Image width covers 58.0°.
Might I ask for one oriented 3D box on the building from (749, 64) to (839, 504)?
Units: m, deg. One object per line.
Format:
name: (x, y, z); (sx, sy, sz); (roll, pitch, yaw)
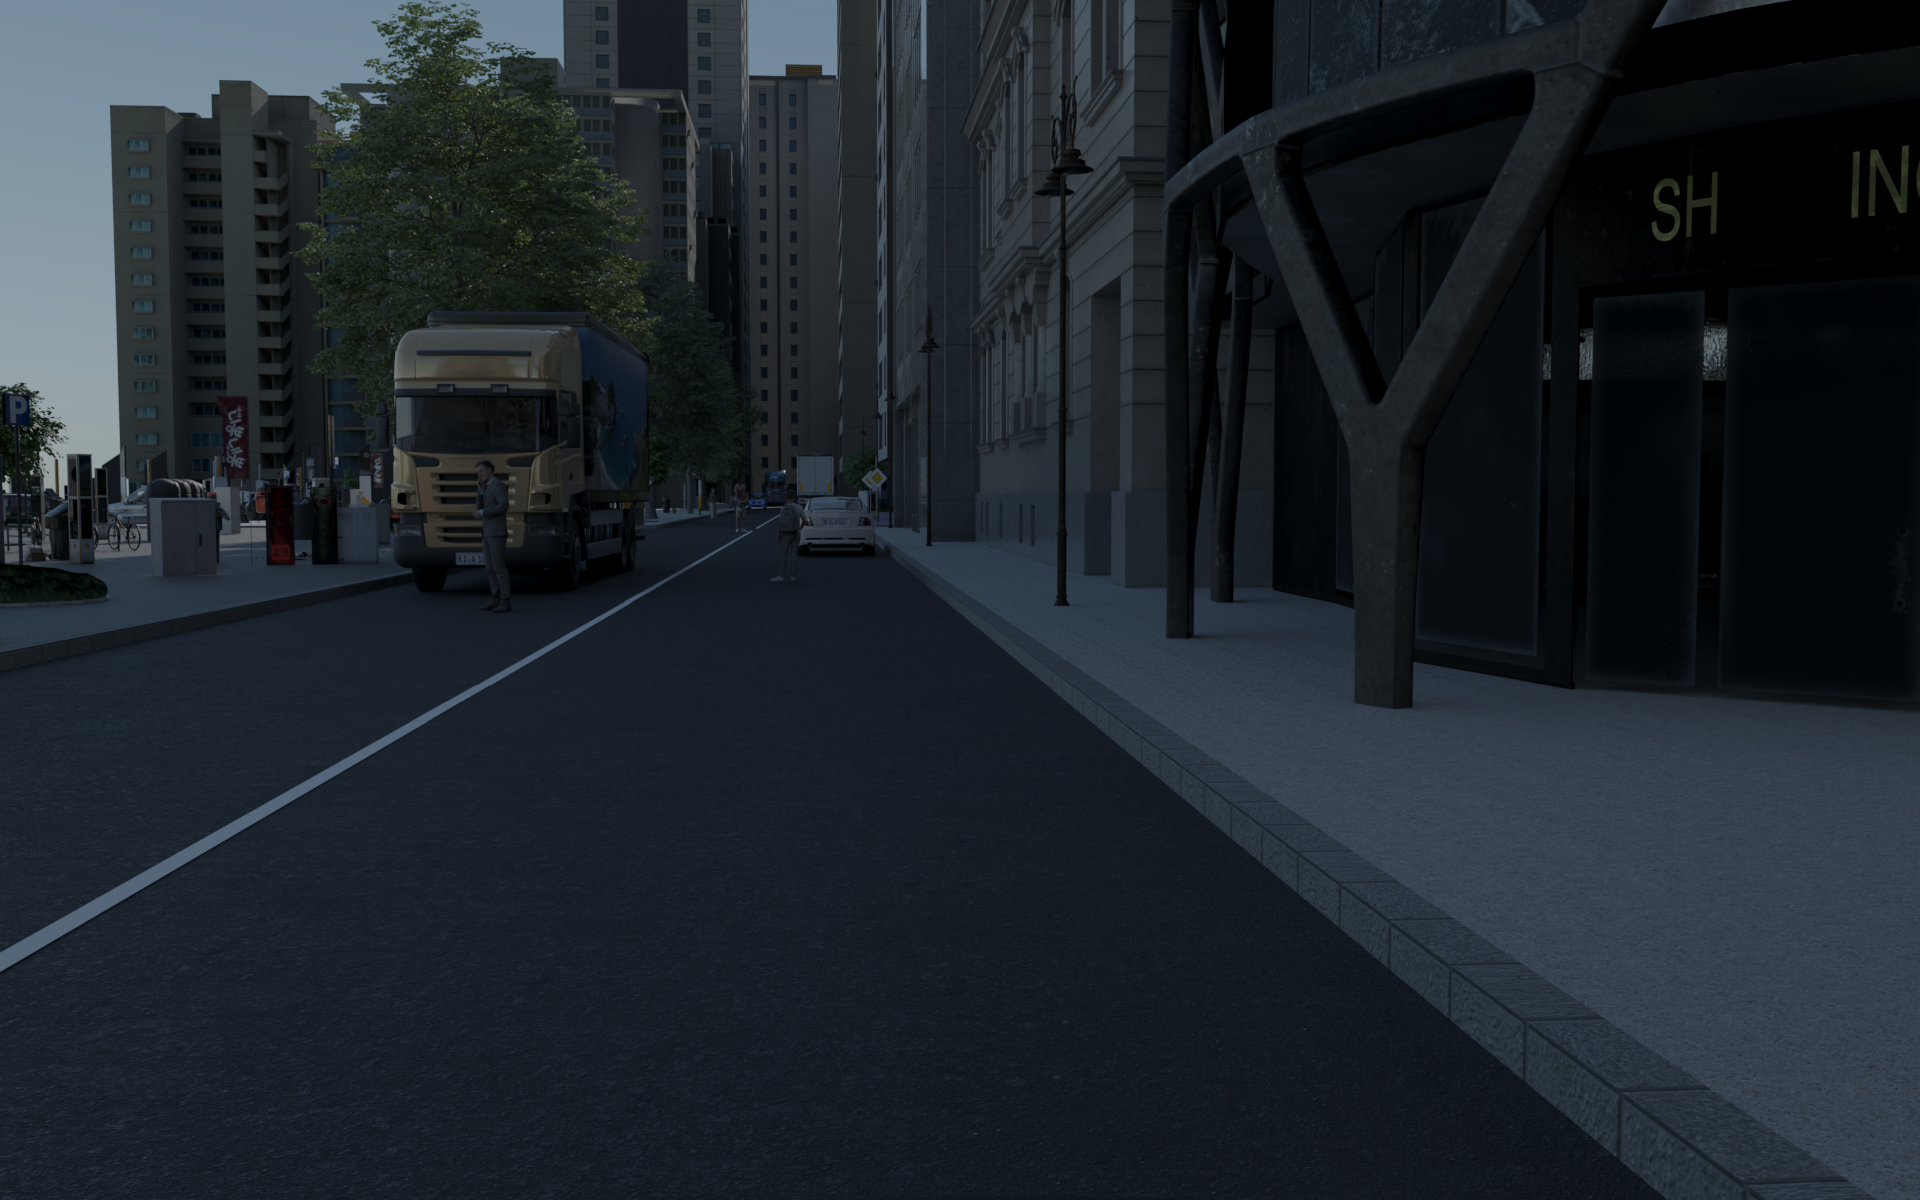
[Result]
building: (-30.988, -42.708, 240.273); (28.212, 58.520, 21.231); (0, 4, -5)

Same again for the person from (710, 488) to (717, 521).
person: (-12.995, -5.037, 91.405); (0.362, 1.759, 0.519); (1, 4, 13)

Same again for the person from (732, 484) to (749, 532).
person: (-8.306, -3.483, 65.414); (0.573, 1.828, 0.580); (2, 4, 25)

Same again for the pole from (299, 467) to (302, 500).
pole: (-50.027, -8.416, 131.438); (0.158, 3.312, 0.155); (0, 3, 0)

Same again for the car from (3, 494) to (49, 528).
car: (-36.354, -3.527, 67.461); (4.222, 1.686, 2.009); (0, 4, -6)

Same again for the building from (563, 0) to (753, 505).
building: (-36.356, -47.308, 211.736); (20.611, 71.187, 20.563); (0, 4, -5)

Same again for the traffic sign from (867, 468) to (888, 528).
traffic sign: (-3.147, -3.806, 65.869); (0.795, 2.450, 0.064); (0, 4, -5)

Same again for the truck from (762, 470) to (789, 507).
truck: (-21.559, -13.055, 203.199); (2.967, 4.110, 18.799); (0, 4, -5)

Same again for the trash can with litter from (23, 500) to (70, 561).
trash can with litter: (-17.520, -1.347, 33.408); (0.624, 1.170, 1.055); (3, 4, 38)

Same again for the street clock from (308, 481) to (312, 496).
street clock: (-36.688, -5.722, 98.120); (0.471, 2.002, 0.358); (-1, 4, -17)

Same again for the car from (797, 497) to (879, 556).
car: (-2.986, -1.791, 41.647); (2.083, 1.381, 4.827); (0, 4, -4)

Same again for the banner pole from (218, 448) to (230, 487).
banner pole: (-40.036, -6.371, 94.182); (0.401, 3.779, 0.863); (2, 4, 32)

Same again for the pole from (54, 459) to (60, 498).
pole: (-52.378, -6.522, 100.479); (0.158, 3.312, 0.155); (0, 3, 0)

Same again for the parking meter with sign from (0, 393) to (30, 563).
parking meter with sign: (-17.234, -2.089, 30.420); (1.738, 3.016, 0.543); (1, 4, 14)

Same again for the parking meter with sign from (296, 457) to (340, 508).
parking meter with sign: (-29.842, -5.171, 80.802); (1.738, 3.016, 0.543); (-3, 5, -45)

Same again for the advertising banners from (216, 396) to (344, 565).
advertising banners: (-12.244, -2.142, 31.216); (2.074, 3.025, 0.090); (-1, 4, -19)

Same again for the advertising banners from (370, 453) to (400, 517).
advertising banners: (-23.944, -4.729, 73.510); (2.074, 3.025, 0.090); (0, 4, -3)

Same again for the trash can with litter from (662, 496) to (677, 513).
trash can with litter: (-19.484, -6.423, 116.397); (1.055, 1.170, 0.624); (-1, 4, -10)

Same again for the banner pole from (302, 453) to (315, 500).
banner pole: (-39.398, -7.012, 104.666); (0.863, 3.779, 0.401); (0, 4, -6)

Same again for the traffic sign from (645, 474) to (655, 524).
traffic sign: (-13.271, -4.246, 73.064); (0.795, 2.450, 0.064); (0, 4, -5)

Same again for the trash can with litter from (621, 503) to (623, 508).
trash can with litter: (-23.342, -6.566, 118.409); (1.678, 1.210, 2.233); (2, 4, 25)

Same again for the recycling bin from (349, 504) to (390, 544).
recycling bin: (-15.065, -1.936, 44.206); (0.722, 1.027, 0.722); (2, 4, 29)

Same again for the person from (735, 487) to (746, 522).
person: (-11.182, -4.844, 87.877); (0.709, 1.800, 0.728); (2, 4, 26)

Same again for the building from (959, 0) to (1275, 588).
building: (7.521, -15.102, 34.306); (14.401, 28.519, 23.554); (0, 4, -5)

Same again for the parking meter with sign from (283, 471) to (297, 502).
parking meter with sign: (-49.794, -8.147, 129.466); (0.543, 3.016, 1.738); (1, 4, 13)

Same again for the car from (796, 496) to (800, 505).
car: (-14.246, -9.072, 160.332); (2.014, 1.417, 4.499); (0, 4, -5)

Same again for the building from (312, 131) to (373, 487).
building: (-60.881, -33.899, 208.868); (28.867, 44.769, 22.147); (0, 4, -5)

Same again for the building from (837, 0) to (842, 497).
building: (1.311, -31.250, 134.643); (21.300, 48.544, 21.600); (0, 4, -5)

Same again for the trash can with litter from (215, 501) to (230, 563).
trash can with litter: (-13.996, -1.252, 31.862); (0.624, 1.170, 1.055); (1, 4, 14)

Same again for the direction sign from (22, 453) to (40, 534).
direction sign: (-30.146, -3.905, 55.845); (0.876, 3.537, 0.379); (-1, 4, -18)

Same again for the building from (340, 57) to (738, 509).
building: (-36.967, -28.550, 158.667); (32.217, 40.220, 23.993); (0, 4, -5)

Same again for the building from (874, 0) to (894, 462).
building: (3.308, -18.843, 79.790); (14.107, 30.474, 14.160); (0, 4, -5)

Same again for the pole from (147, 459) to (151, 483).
pole: (-47.360, -6.568, 101.224); (0.158, 3.312, 0.155); (0, 3, 0)

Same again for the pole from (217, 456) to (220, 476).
pole: (-40.052, -6.099, 93.567); (0.158, 3.312, 0.155); (0, 3, 0)

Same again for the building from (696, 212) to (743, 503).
building: (-29.862, -24.897, 178.769); (14.160, 30.474, 14.107); (0, 4, -5)

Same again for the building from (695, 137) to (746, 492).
building: (-31.341, -31.132, 192.599); (14.154, 41.232, 14.086); (0, 4, -5)

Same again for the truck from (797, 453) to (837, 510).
truck: (-10.302, -8.282, 124.331); (2.839, 4.237, 11.283); (0, 4, -4)

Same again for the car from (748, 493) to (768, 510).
car: (-18.824, -9.253, 160.874); (1.945, 1.707, 3.694); (0, 4, -5)

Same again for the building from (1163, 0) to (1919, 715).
building: (9.991, -9.000, 14.595); (16.820, 18.784, 16.811); (0, 4, -5)

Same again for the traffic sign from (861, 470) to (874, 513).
traffic sign: (-3.808, -4.293, 73.827); (0.795, 2.450, 0.064); (0, 4, -5)

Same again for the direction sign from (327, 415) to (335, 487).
direction sign: (-18.156, -3.551, 50.052); (0.379, 3.537, 0.876); (-1, 4, -9)

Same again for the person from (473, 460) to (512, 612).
person: (-5.739, -0.786, 21.157); (0.447, 1.846, 0.655); (-2, 4, -35)

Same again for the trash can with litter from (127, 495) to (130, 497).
trash can with litter: (-63.544, -7.419, 132.359); (2.233, 1.210, 1.678); (3, 5, 39)

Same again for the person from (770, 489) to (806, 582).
person: (-2.810, -1.057, 28.373); (0.523, 1.515, 0.503); (3, 4, 37)

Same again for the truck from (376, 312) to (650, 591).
truck: (-7.073, -2.451, 28.992); (2.839, 4.237, 11.283); (0, 4, -4)

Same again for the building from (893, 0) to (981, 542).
building: (4.277, -14.556, 56.005); (12.078, 24.808, 19.932); (0, 4, -5)

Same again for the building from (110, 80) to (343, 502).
building: (-86.084, -35.697, 207.340); (21.600, 48.544, 21.300); (0, 4, -5)

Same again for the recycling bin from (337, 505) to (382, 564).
recycling bin: (-11.199, -1.198, 32.144); (0.722, 1.027, 0.722); (-1, 4, -23)

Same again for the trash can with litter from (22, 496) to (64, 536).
trash can with litter: (-28.272, -2.594, 53.470); (1.678, 1.210, 2.233); (1, 4, 20)

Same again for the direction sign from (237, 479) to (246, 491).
direction sign: (-55.820, -8.723, 134.624); (0.876, 3.537, 0.379); (2, 4, 26)

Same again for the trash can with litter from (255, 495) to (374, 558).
trash can with litter: (-13.052, -1.482, 35.292); (2.233, 1.210, 1.678); (0, 4, -5)
